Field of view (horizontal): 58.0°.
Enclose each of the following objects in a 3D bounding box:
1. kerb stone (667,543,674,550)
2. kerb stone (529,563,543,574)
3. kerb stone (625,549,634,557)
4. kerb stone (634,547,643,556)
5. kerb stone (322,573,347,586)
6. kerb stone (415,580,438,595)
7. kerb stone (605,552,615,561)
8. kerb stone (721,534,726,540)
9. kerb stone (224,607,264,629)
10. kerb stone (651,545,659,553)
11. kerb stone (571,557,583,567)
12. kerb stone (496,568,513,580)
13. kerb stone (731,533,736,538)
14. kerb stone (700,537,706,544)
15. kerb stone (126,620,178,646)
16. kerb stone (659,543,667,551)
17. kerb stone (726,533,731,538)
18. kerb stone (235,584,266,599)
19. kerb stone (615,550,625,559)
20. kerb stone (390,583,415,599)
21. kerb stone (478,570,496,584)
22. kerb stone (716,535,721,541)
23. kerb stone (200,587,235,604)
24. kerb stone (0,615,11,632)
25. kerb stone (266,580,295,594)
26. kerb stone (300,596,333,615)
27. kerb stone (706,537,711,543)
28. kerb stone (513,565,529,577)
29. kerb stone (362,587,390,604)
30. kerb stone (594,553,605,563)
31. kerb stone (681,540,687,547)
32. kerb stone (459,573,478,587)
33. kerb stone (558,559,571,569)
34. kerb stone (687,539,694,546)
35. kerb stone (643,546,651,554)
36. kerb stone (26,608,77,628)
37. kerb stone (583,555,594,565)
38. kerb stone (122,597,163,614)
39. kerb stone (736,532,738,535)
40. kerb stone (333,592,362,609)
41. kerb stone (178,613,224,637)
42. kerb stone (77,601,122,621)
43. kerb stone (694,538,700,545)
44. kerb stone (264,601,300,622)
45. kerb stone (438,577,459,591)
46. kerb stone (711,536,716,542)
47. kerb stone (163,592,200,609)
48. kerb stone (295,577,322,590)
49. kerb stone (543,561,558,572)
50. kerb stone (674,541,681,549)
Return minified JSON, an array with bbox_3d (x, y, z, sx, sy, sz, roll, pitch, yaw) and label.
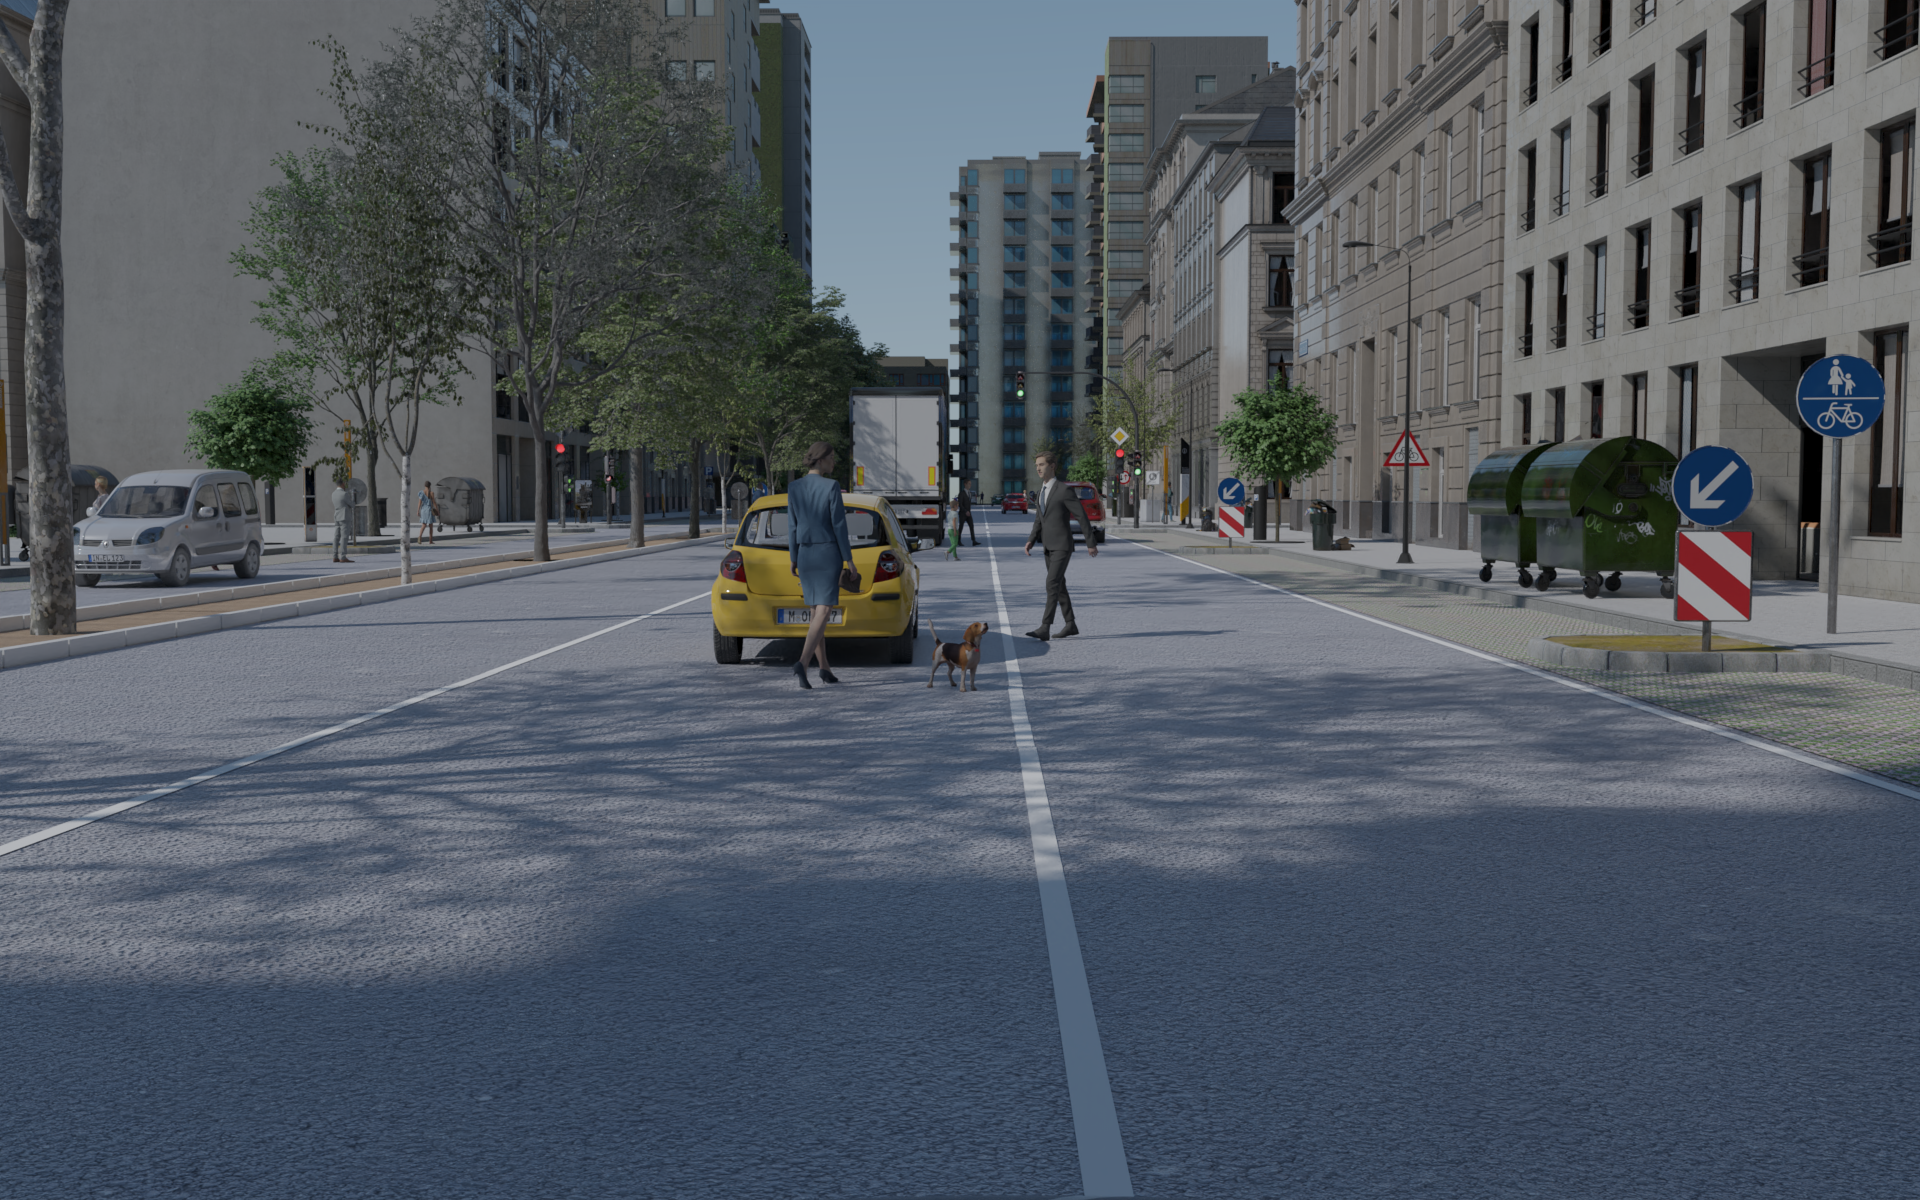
[{"bbox_3d":[-7.563,-1.364,44.491,0.120,0.150,1.000,0,4,1],"label":"kerb stone"},{"bbox_3d":[-7.732,-0.544,31.178,0.120,0.150,1.000,0,4,1],"label":"kerb stone"},{"bbox_3d":[-7.631,-1.050,39.362,0.120,0.150,1.000,0,4,1],"label":"kerb stone"},{"bbox_3d":[-7.620,-1.111,40.385,0.120,0.150,1.000,0,4,1],"label":"kerb stone"},{"bbox_3d":[-9.877,-0.298,27.089,0.120,0.150,1.000,0,4,1],"label":"kerb stone"},{"bbox_3d":[-7.802,-0.173,25.028,0.120,0.150,1.000,0,4,1],"label":"kerb stone"},{"bbox_3d":[-7.652,-0.925,37.318,0.120,0.150,1.000,0,4,1],"label":"kerb stone"},{"bbox_3d":[-7.458,-1.927,53.702,0.120,0.150,1.000,0,4,1],"label":"kerb stone"},{"bbox_3d":[-7.876,0.204,18.859,0.120,0.150,1.000,0,4,1],"label":"kerb stone"},{"bbox_3d":[-7.587,-1.238,42.439,0.120,0.150,1.000,0,4,1],"label":"kerb stone"},{"bbox_3d":[-7.685,-0.737,34.249,0.120,0.150,1.000,0,4,1],"label":"kerb stone"},{"bbox_3d":[-7.755,-0.424,29.123,0.120,0.150,1.000,0,4,1],"label":"kerb stone"},{"bbox_3d":[-7.425,-2.052,55.751,0.120,0.150,1.000,0,4,1],"label":"kerb stone"},{"bbox_3d":[-7.501,-1.673,49.610,0.120,0.150,1.000,0,4,1],"label":"kerb stone"},{"bbox_3d":[-7.902,0.330,16.804,0.120,0.150,1.000,0,4,1],"label":"kerb stone"},{"bbox_3d":[-7.576,-1.298,43.469,0.120,0.150,1.000,0,4,1],"label":"kerb stone"},{"bbox_3d":[-7.440,-1.990,54.728,0.120,0.150,1.000,0,4,1],"label":"kerb stone"},{"bbox_3d":[-9.912,-0.110,23.995,0.120,0.150,1.000,0,4,1],"label":"kerb stone"},{"bbox_3d":[-7.640,-0.987,38.340,0.120,0.150,1.000,0,4,1],"label":"kerb stone"},{"bbox_3d":[-7.815,-0.109,24.001,0.120,0.150,1.000,0,4,1],"label":"kerb stone"},{"bbox_3d":[-7.766,-0.361,28.101,0.120,0.150,1.000,0,4,1],"label":"kerb stone"},{"bbox_3d":[-7.471,-1.865,52.680,0.120,0.150,1.000,0,4,1],"label":"kerb stone"},{"bbox_3d":[-9.927,-0.047,22.967,0.120,0.150,1.000,0,4,1],"label":"kerb stone"},{"bbox_3d":[-9.988,0.267,17.844,0.120,0.150,1.000,0,4,1],"label":"kerb stone"},{"bbox_3d":[-9.902,-0.172,25.025,0.120,0.150,1.000,0,4,1],"label":"kerb stone"},{"bbox_3d":[-7.846,0.079,20.903,0.120,0.150,1.000,0,4,1],"label":"kerb stone"},{"bbox_3d":[-7.492,-1.736,50.632,0.120,0.150,1.000,0,4,1],"label":"kerb stone"},{"bbox_3d":[-7.738,-0.487,30.155,0.120,0.150,1.000,0,4,1],"label":"kerb stone"},{"bbox_3d":[-7.815,-0.045,22.957,0.120,0.150,1.000,0,4,1],"label":"kerb stone"},{"bbox_3d":[-7.666,-0.857,36.296,0.120,0.150,1.000,0,4,1],"label":"kerb stone"},{"bbox_3d":[-7.536,-1.489,46.535,0.120,0.150,1.000,0,4,1],"label":"kerb stone"},{"bbox_3d":[-7.779,-0.292,27.073,0.120,0.150,1.000,0,4,1],"label":"kerb stone"},{"bbox_3d":[-7.697,-0.674,33.221,0.120,0.150,1.000,0,4,1],"label":"kerb stone"},{"bbox_3d":[-7.530,-1.551,47.560,0.120,0.150,1.000,0,4,1],"label":"kerb stone"},{"bbox_3d":[-7.600,-1.171,41.412,0.120,0.150,1.000,0,4,1],"label":"kerb stone"},{"bbox_3d":[-9.974,0.209,18.866,0.120,0.150,1.000,0,4,1],"label":"kerb stone"},{"bbox_3d":[-7.682,-0.793,35.271,0.120,0.150,1.000,0,4,1],"label":"kerb stone"},{"bbox_3d":[-9.956,0.079,20.910,0.120,0.150,1.000,0,4,1],"label":"kerb stone"},{"bbox_3d":[-7.421,-2.115,56.782,0.120,0.150,1.000,0,4,1],"label":"kerb stone"},{"bbox_3d":[-7.841,0.019,21.930,0.120,0.150,1.000,0,4,1],"label":"kerb stone"},{"bbox_3d":[-7.889,0.267,17.833,0.120,0.150,1.000,0,4,1],"label":"kerb stone"},{"bbox_3d":[-9.958,0.146,19.888,0.120,0.150,1.000,0,4,1],"label":"kerb stone"},{"bbox_3d":[-7.515,-1.614,48.582,0.120,0.150,1.000,0,4,1],"label":"kerb stone"},{"bbox_3d":[-7.869,0.142,19.881,0.120,0.150,1.000,0,4,1],"label":"kerb stone"},{"bbox_3d":[-7.779,-0.232,26.051,0.120,0.150,1.000,0,4,1],"label":"kerb stone"},{"bbox_3d":[-7.489,-1.799,51.656,0.120,0.150,1.000,0,4,1],"label":"kerb stone"},{"bbox_3d":[-9.944,0.020,21.945,0.120,0.150,1.000,0,4,1],"label":"kerb stone"},{"bbox_3d":[-9.895,-0.236,26.059,0.120,0.150,1.000,0,4,1],"label":"kerb stone"},{"bbox_3d":[-7.709,-0.612,32.199,0.120,0.150,1.000,0,4,1],"label":"kerb stone"},{"bbox_3d":[-7.546,-1.419,45.513,0.120,0.150,1.000,0,4,1],"label":"kerb stone"}]
